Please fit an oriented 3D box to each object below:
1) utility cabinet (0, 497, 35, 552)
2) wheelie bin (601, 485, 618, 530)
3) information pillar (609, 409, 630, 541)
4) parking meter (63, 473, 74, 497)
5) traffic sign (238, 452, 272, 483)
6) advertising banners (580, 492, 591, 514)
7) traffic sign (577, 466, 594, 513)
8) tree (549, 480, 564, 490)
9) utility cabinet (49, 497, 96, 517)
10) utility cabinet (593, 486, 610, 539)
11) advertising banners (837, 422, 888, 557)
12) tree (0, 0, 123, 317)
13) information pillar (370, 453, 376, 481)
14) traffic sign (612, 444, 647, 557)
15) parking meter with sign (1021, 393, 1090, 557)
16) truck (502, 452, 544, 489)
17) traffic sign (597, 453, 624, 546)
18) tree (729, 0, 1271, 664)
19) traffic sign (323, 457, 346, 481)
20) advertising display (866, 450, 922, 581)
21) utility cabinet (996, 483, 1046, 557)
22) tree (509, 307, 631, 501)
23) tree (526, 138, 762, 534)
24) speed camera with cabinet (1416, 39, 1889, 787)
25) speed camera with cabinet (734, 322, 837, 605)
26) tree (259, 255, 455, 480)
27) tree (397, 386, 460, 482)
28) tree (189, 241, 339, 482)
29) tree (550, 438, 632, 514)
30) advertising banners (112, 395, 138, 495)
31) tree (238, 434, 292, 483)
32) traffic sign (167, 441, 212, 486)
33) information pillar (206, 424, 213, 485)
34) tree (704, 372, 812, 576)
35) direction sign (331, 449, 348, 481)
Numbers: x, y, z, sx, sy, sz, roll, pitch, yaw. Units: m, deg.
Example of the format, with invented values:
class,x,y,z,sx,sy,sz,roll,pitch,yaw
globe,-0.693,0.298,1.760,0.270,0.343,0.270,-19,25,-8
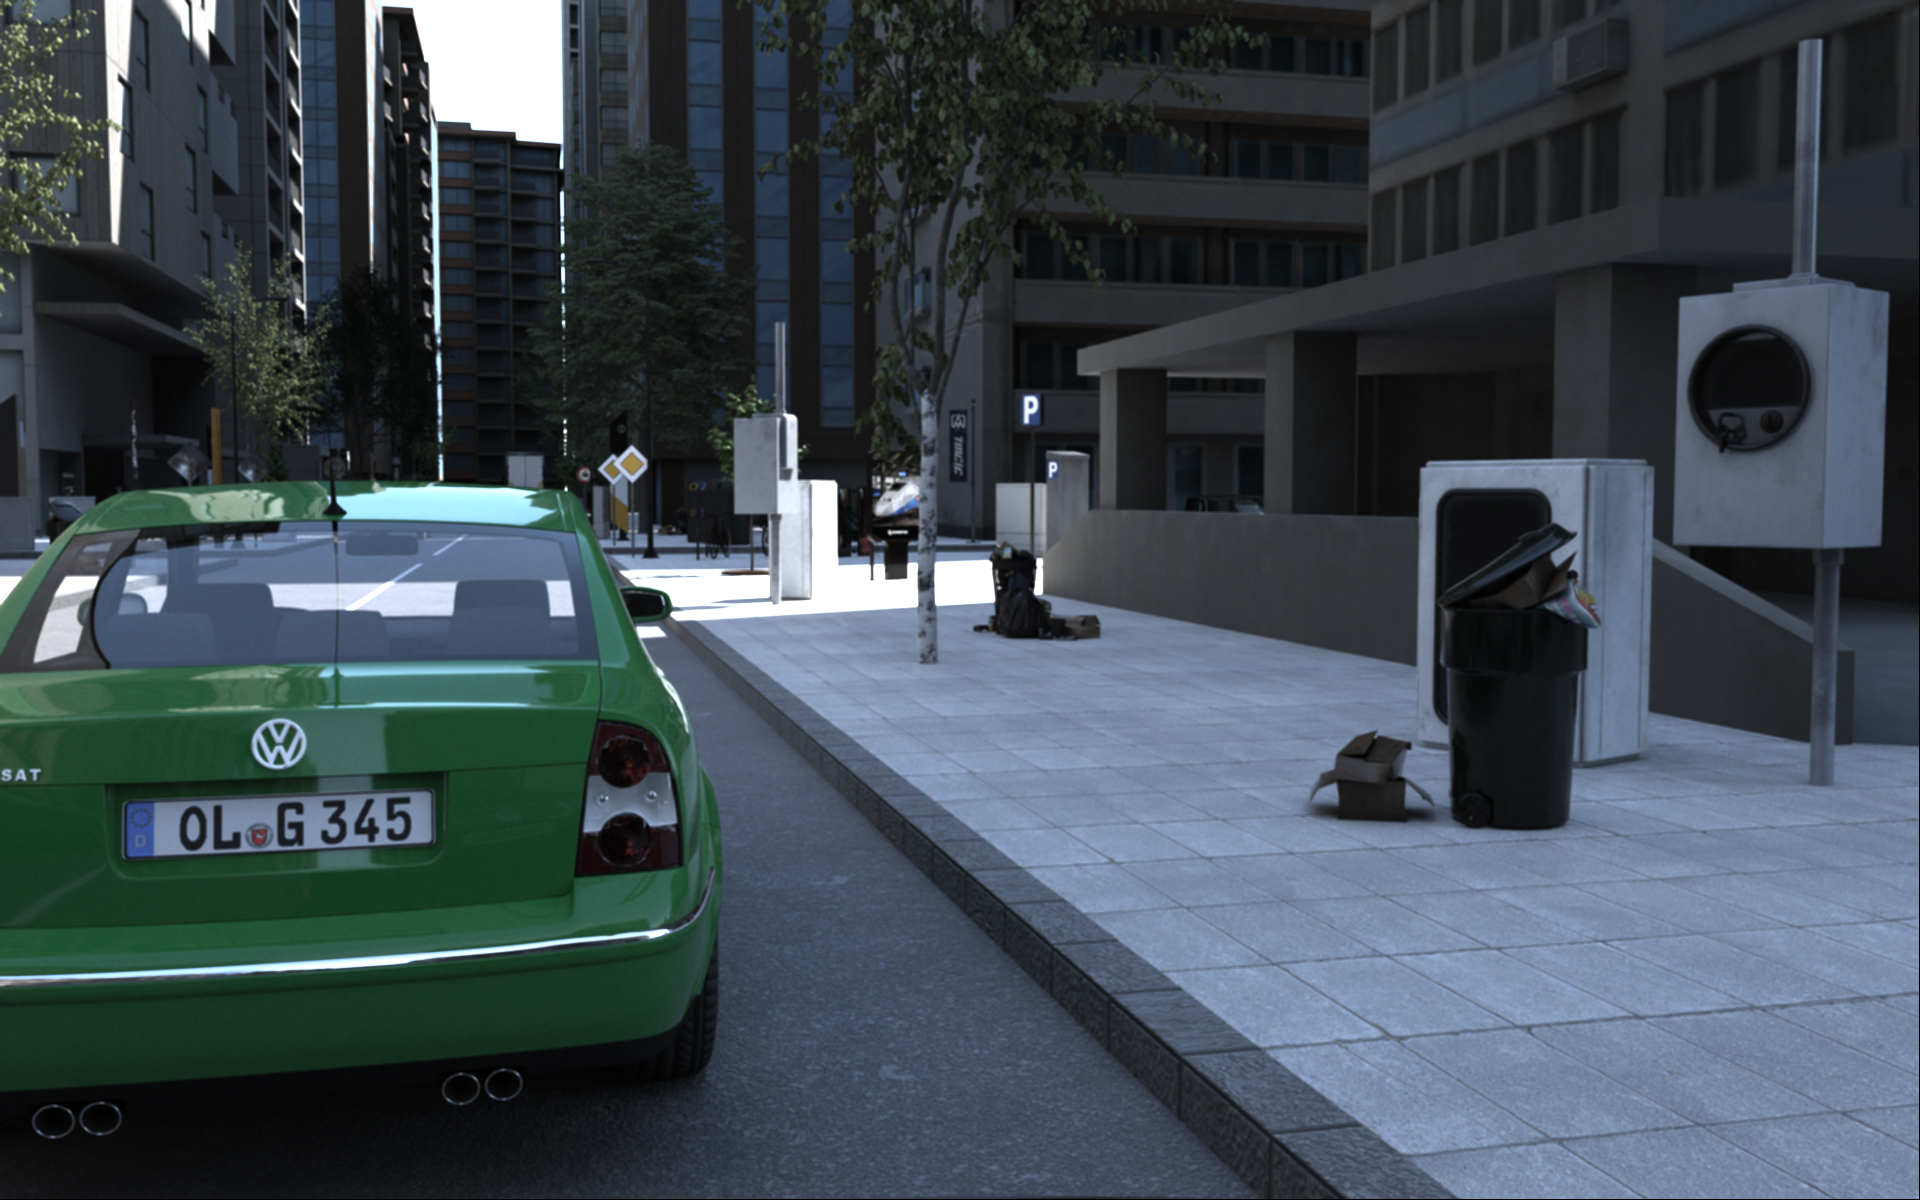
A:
class,x,y,z,sx,sy,sz,roll,pitch,yaw
utility cabinet,-21.331,-1.691,38.813,1.020,1.237,0.306,-2,4,-24
wheelie bin,-12.589,-3.296,61.798,0.980,1.594,0.693,1,4,22
information pillar,-9.355,-3.438,47.568,0.504,3.616,0.183,-1,4,-15
parking meter,-25.067,-2.631,48.733,0.255,1.863,0.399,-2,4,-31
traffic sign,-16.607,-2.273,40.805,0.795,2.450,0.064,-1,4,-14
advertising banners,-24.285,-7.192,113.778,2.074,3.025,0.090,3,5,42
traffic sign,-17.202,-4.860,79.562,0.768,2.556,0.104,0,4,-8
tree,-42.759,-11.644,184.985,1.663,3.219,1.824,0,3,0
utility cabinet,-21.812,-1.922,42.583,0.306,1.237,1.020,2,4,33
utility cabinet,-10.233,-2.496,49.494,0.318,1.500,1.173,0,4,-3
advertising banners,-1.998,-2.426,35.851,0.090,3.025,2.074,2,4,30
tree,-12.844,-4.358,21.619,4.737,8.622,4.395,0,3,0
information pillar,-33.666,-6.606,99.364,0.183,3.616,0.504,-3,5,-44
traffic sign,-6.625,-1.920,35.029,0.795,2.450,0.064,-1,4,-14
parking meter with sign,1.933,-2.108,30.720,1.738,3.016,0.543,-3,4,-36
truck,-30.614,-8.108,121.476,2.839,4.237,11.283,-1,4,-15
traffic sign,-8.552,-2.394,42.779,0.795,2.450,0.064,-1,4,-14
tree,-0.061,-3.834,13.048,4.737,8.622,4.395,0,3,0
traffic sign,-21.613,-3.656,59.876,0.768,2.556,0.104,0,4,-6
advertising display,-0.957,-1.266,25.909,0.974,1.923,0.123,-2,4,-35
utility cabinet,1.285,-1.630,35.324,1.173,1.500,0.318,3,5,40
tree,-20.549,-10.260,93.502,9.928,11.665,9.643,0,3,0
tree,-9.842,-8.420,55.788,7.486,12.596,7.792,0,3,0
speed camera with cabinet,3.143,-0.841,8.087,0.660,3.252,2.038,-3,4,-38
speed camera with cabinet,-2.074,-1.616,20.765,0.660,3.252,2.038,1,4,15
tree,-23.544,-8.122,67.201,7.601,10.594,8.767,0,4,2
tree,-35.871,-10.132,116.028,4.737,8.622,4.395,0,3,0
tree,-20.773,-6.189,51.547,4.737,8.622,4.395,0,3,0
tree,-17.085,-6.133,83.996,4.285,4.588,4.351,0,3,0
advertising banners,-14.443,-2.069,30.014,0.090,3.025,2.074,-1,4,-15
tree,-21.870,-3.709,55.241,1.663,3.219,1.824,0,3,0
traffic sign,-14.680,-1.799,33.055,0.795,2.450,0.064,-1,4,-14
information pillar,-25.276,-4.110,58.555,0.183,3.616,0.504,0,4,5
tree,-3.192,-2.020,27.634,1.663,3.219,1.824,0,3,0
direction sign,-30.891,-5.761,86.191,0.876,3.537,0.379,0,4,5
